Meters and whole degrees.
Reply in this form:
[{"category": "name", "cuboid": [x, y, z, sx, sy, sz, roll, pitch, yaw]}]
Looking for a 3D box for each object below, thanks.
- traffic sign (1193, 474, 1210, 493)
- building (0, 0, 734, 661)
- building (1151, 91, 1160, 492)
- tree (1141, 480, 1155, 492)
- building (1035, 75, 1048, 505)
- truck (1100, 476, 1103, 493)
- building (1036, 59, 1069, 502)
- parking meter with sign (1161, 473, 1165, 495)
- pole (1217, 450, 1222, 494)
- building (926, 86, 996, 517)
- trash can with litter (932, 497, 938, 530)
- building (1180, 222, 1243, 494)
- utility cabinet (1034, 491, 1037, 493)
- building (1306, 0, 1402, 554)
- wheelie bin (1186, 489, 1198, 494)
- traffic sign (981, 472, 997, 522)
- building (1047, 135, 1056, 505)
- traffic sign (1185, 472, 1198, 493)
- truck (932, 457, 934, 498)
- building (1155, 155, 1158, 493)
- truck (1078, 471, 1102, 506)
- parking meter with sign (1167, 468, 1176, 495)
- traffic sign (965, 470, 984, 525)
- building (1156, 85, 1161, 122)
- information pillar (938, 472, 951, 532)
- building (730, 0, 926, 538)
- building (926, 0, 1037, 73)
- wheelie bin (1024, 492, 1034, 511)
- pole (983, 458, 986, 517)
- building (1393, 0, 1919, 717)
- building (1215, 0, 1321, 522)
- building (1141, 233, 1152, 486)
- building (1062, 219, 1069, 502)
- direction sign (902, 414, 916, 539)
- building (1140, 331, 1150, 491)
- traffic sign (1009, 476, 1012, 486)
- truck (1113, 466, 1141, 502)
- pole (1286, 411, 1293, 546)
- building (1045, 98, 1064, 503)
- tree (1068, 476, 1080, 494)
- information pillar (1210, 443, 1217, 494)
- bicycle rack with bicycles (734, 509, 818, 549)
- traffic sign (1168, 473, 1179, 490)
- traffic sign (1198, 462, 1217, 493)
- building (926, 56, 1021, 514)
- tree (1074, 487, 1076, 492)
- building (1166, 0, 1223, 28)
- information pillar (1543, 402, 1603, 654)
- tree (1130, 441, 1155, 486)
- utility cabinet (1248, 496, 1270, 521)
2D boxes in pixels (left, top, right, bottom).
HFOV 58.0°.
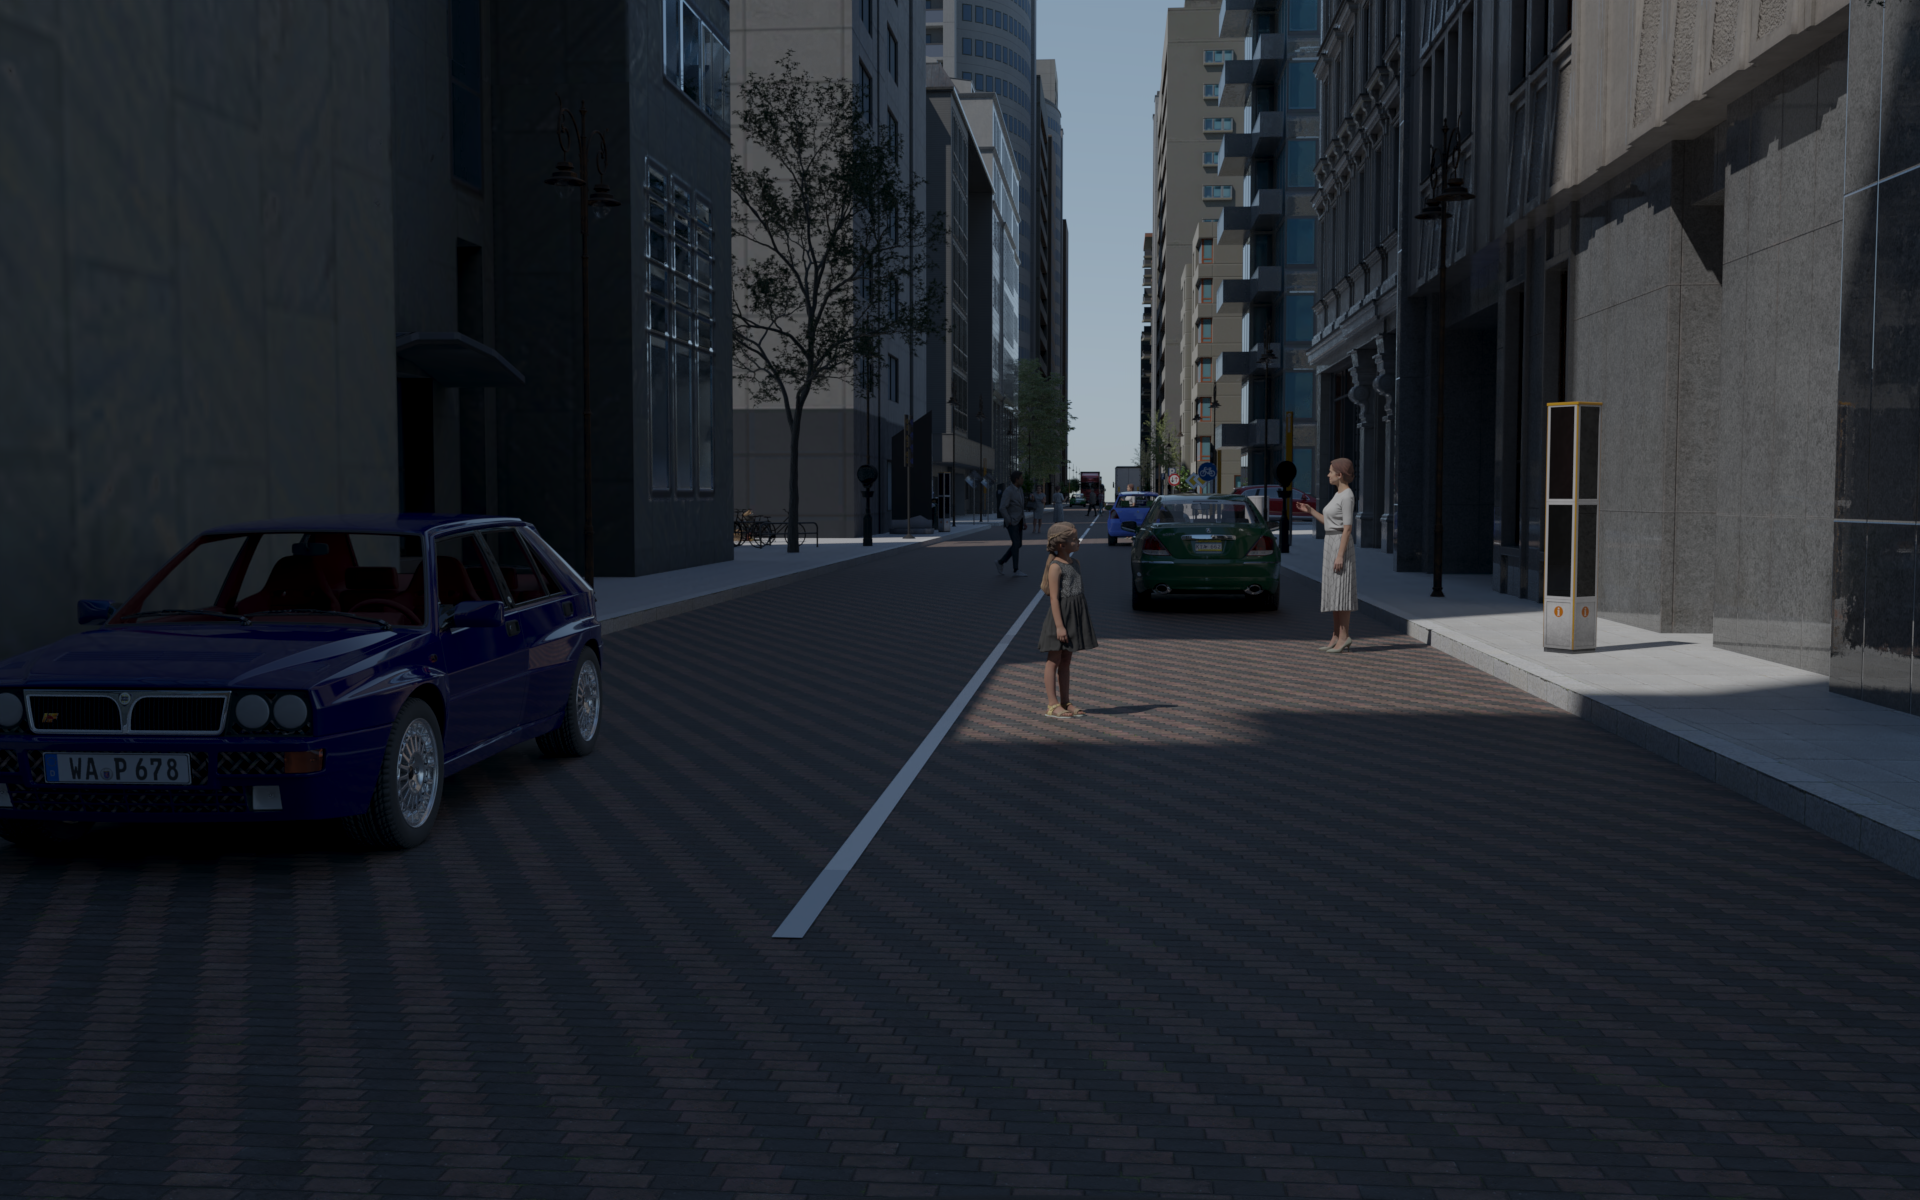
[{"category": "traffic sign", "cuboid": [9.887, -4.096, 70.618, 0.795, 2.450, 0.064, 0, 4, 5]}, {"category": "building", "cuboid": [-14.884, -43.041, 16.393, 22.319, 86.520, 31.000, 0, 4, 5]}, {"category": "building", "cuboid": [38.599, -43.484, 252.958, 21.231, 58.520, 28.212, 0, 4, 5]}, {"category": "tree", "cuboid": [22.810, -13.251, 211.249, 1.663, 3.219, 1.824, 0, 3, 0]}, {"category": "building", "cuboid": [-1.277, -34.853, 193.555, 21.300, 48.544, 21.600, 0, 4, 5]}, {"category": "truck", "cuboid": [21.302, -17.536, 275.632, 2.839, 4.237, 11.283, 0, 4, 3]}, {"category": "building", "cuboid": [8.193, -52.138, 290.713, 20.563, 71.187, 20.611, 0, 4, 5]}, {"category": "parking meter with sign", "cuboid": [17.579, -9.003, 143.458, 1.738, 3.016, 0.543, -1, 4, -20]}, {"category": "pole", "cuboid": [11.997, -5.278, 80.140, 0.158, 3.312, 0.155, 0, 3, 0]}, {"category": "building", "cuboid": [-6.167, -16.892, 95.243, 14.314, 24.678, 30.058, 0, 4, 5]}, {"category": "trash can with litter", "cuboid": [-1.013, -3.095, 61.995, 0.624, 1.170, 1.055, -2, 4, -25]}, {"category": "building", "cuboid": [30.187, -17.030, 123.475, 27.650, 21.520, 28.899, 0, 4, 5]}, {"category": "utility cabinet", "cuboid": [6.207, -8.538, 148.269, 0.318, 1.500, 1.173, -2, 4, -34]}, {"category": "building", "cuboid": [14.506, -12.046, 47.856, 10.553, 20.767, 40.483, 0, 4, 5]}, {"category": "wheelie bin", "cuboid": [13.807, -5.814, 102.964, 0.693, 1.594, 0.980, -3, 5, -39]}, {"category": "traffic sign", "cuboid": [1.290, -4.635, 79.418, 0.795, 2.450, 0.064, 0, 4, 5]}, {"category": "building", "cuboid": [4.511, -34.350, 211.735, 14.600, 45.320, 14.200, 0, 4, 5]}, {"category": "traffic sign", "cuboid": [10.596, -4.583, 78.571, 0.795, 2.450, 0.064, 0, 4, 5]}, {"category": "truck", "cuboid": [-9.880, -5.240, 75.428, 18.799, 4.110, 2.967, 0, 4, 4]}, {"category": "building", "cuboid": [32.325, -34.525, 188.178, 21.300, 48.544, 21.600, 0, 4, 5]}, {"category": "truck", "cuboid": [16.242, -13.898, 216.150, 2.839, 4.237, 11.283, 0, 4, 5]}, {"category": "parking meter with sign", "cuboid": [14.443, -7.267, 115.074, 0.543, 3.016, 1.738, -1, 4, -21]}, {"category": "traffic sign", "cuboid": [0.582, -4.148, 71.464, 0.795, 2.450, 0.064, 0, 4, 5]}, {"category": "building", "cuboid": [38.671, -38.095, 212.084, 28.713, 52.752, 27.495, 0, 4, 5]}, {"category": "information pillar", "cuboid": [-0.530, -3.290, 58.284, 0.304, 2.012, 0.304, -3, 5, -43]}, {"category": "building", "cuboid": [-12.296, -37.967, 59.009, 20.611, 71.187, 20.563, 0, 4, 5]}, {"category": "building", "cuboid": [-3.730, -38.319, 168.510, 21.231, 58.520, 28.212, 0, 4, 5]}, {"category": "wheelie bin", "cuboid": [5.357, -7.621, 132.509, 0.693, 1.594, 0.980, -1, 4, -23]}, {"category": "pole", "cuboid": [1.421, -6.419, 98.792, 0.158, 3.312, 0.155, 0, 3, 0]}, {"category": "building", "cuboid": [12.309, -12.210, 17.658, 12.078, 24.808, 19.932, 0, 4, 5]}, {"category": "building", "cuboid": [28.322, -28.552, 86.439, 30.456, 49.044, 23.786, 0, 4, 5]}, {"category": "building", "cuboid": [40.736, -38.361, 281.824, 22.147, 44.769, 28.867, 0, 4, 5]}, {"category": "building", "cuboid": [10.010, -38.152, 273.899, 14.600, 45.320, 14.200, 0, 4, 5]}, {"category": "direction sign", "cuboid": [-1.466, -3.525, 49.625, 0.379, 3.537, 0.876, 1, 4, 14]}, {"category": "building", "cuboid": [38.645, -32.555, 303.978, 14.160, 30.474, 14.107, 0, 4, 5]}, {"category": "traffic sign", "cuboid": [3.099, -5.977, 99.857, 0.606, 2.300, 0.079, 1, 4, 11]}, {"category": "truck", "cuboid": [17.191, -11.575, 178.159, 2.839, 4.237, 11.283, 0, 4, 4]}, {"category": "pole", "cuboid": [8.133, -2.995, 42.806, 0.158, 3.312, 0.155, 0, 3, 0]}, {"category": "building", "cuboid": [4.045, -43.473, 252.776, 21.231, 58.520, 28.212, 0, 4, 5]}, {"category": "tree", "cuboid": [20.201, -19.768, 306.915, 4.285, 4.588, 4.351, 0, 3, 0]}, {"category": "information pillar", "cuboid": [11.494, -5.340, 78.667, 0.183, 3.616, 0.504, -2, 4, -24]}, {"category": "bicycle rack with bicycles", "cuboid": [-4.892, -1.733, 41.713, 2.925, 0.926, 2.852, -3, 5, -45]}, {"category": "traffic sign", "cuboid": [13.232, -6.532, 106.909, 0.768, 2.556, 0.104, 1, 4, 14]}, {"category": "traffic sign", "cuboid": [9.848, -4.211, 68.954, 0.768, 2.556, 0.104, 1, 4, 9]}, {"category": "building", "cuboid": [-1.990, -21.237, 124.711, 11.434, 29.767, 29.804, 0, 4, 5]}, {"category": "tree", "cuboid": [15.768, -15.603, 249.705, 1.663, 3.219, 1.824, 0, 3, 0]}, {"category": "building", "cuboid": [30.249, -33.212, 166.717, 21.300, 48.544, 21.600, 0, 4, 5]}, {"category": "information pillar", "cuboid": [4.943, -0.581, 13.987, 0.304, 2.012, 0.304, -2, 4, -32]}, {"category": "tree", "cuboid": [25.482, -17.585, 237.883, 4.360, 8.622, 3.978, 0, 3, 0]}, {"category": "utility cabinet", "cuboid": [9.394, -2.669, 54.804, 0.306, 1.237, 1.020, -1, 4, -21]}]
